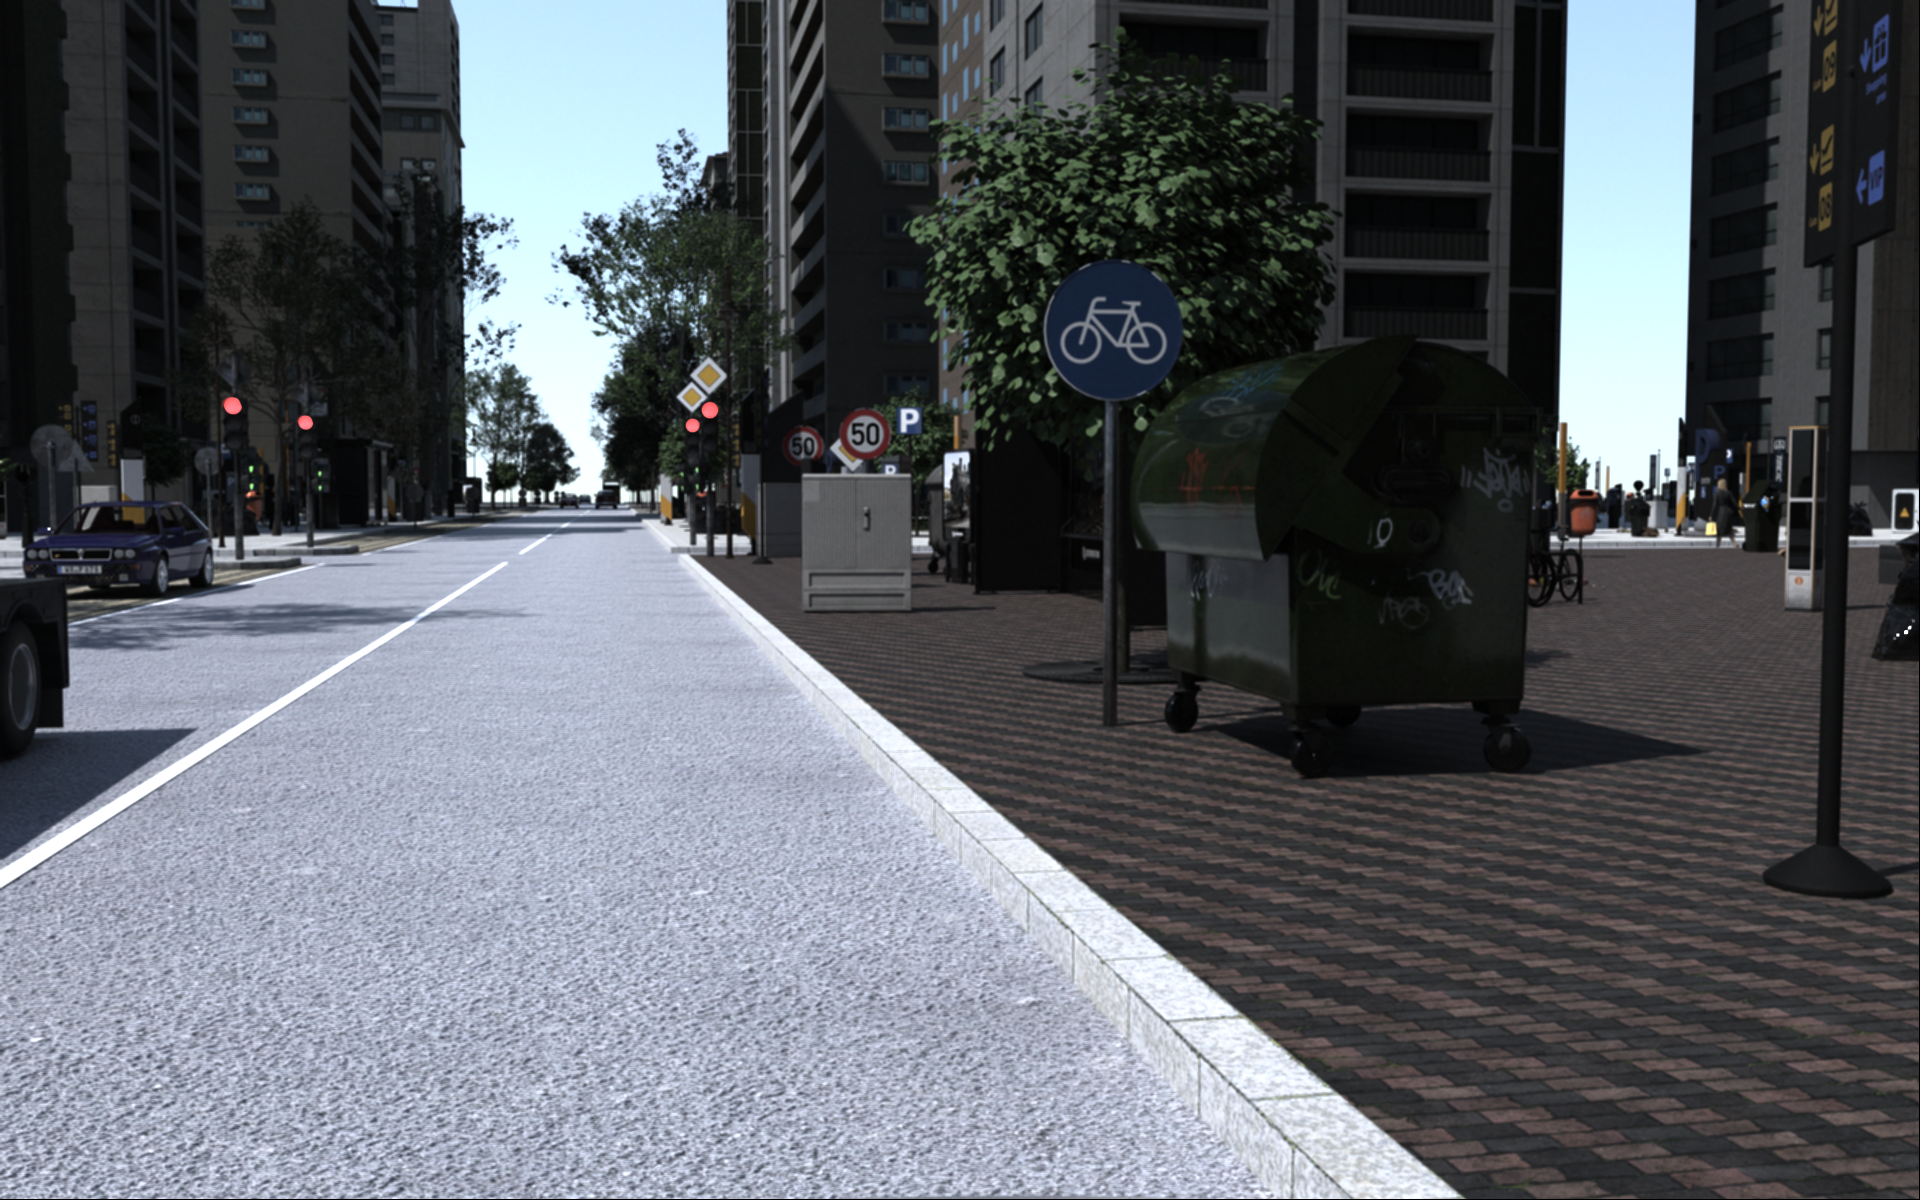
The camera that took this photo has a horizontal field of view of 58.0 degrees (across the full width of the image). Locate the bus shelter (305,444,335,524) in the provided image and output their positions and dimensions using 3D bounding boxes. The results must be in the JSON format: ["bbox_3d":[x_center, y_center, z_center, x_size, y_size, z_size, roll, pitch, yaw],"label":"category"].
[{"bbox_3d":[-28.246,-5.332,78.469,1.731,3.624,6.357,-1,4,-11],"label":"bus shelter"}]

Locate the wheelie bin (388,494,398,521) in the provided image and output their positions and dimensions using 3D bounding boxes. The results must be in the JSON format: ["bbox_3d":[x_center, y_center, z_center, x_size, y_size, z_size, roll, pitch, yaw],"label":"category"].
[{"bbox_3d":[-26.655,-4.457,80.772,0.980,1.594,0.693,3,5,39],"label":"wheelie bin"}]

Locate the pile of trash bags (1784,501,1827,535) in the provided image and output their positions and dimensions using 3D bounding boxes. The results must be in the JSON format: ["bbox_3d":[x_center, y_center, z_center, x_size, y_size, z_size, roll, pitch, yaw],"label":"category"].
[{"bbox_3d":[27.943,-2.889,56.980,3.447,1.369,1.912,1,4,15],"label":"pile of trash bags"}]

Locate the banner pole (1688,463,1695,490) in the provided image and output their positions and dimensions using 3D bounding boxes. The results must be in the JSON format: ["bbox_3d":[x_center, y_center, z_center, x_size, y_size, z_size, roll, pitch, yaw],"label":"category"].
[{"bbox_3d":[50.943,-8.017,121.087,0.401,3.779,0.863,-3,5,-41],"label":"banner pole"}]

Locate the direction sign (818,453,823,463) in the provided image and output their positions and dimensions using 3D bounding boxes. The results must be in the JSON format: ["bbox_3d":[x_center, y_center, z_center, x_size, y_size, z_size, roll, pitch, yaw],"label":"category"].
[{"bbox_3d":[-6.000,-4.931,72.613,0.379,3.537,0.876,2,4,31],"label":"direction sign"}]

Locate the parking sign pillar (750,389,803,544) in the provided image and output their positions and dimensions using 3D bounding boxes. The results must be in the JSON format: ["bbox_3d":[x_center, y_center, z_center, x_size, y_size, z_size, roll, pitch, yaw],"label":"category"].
[{"bbox_3d":[-4.678,-3.419,44.377,1.447,3.967,1.447,-2,4,-34],"label":"parking sign pillar"}]

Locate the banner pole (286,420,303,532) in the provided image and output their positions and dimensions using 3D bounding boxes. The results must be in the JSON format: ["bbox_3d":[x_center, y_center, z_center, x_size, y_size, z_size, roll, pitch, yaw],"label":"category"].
[{"bbox_3d":[-22.612,-4.203,58.730,0.401,3.779,0.863,-3,4,-37],"label":"banner pole"}]

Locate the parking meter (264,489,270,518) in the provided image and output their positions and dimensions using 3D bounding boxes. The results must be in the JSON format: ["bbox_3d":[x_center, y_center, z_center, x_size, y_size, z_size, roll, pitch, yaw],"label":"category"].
[{"bbox_3d":[-36.149,-5.024,90.547,0.372,1.533,0.369,0,3,0],"label":"parking meter"}]

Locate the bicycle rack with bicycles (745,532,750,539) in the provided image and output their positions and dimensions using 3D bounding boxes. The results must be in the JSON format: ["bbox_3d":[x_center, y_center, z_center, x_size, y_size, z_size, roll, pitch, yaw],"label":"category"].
[{"bbox_3d":[-4.427,-2.151,48.546,2.852,0.926,2.925,-2,4,-30],"label":"bicycle rack with bicycles"}]

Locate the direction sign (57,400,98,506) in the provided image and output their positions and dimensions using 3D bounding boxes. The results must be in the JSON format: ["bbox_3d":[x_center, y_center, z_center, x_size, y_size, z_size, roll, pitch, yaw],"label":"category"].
[{"bbox_3d":[-21.323,-3.053,41.911,0.876,3.537,0.379,-1,4,-13],"label":"direction sign"}]

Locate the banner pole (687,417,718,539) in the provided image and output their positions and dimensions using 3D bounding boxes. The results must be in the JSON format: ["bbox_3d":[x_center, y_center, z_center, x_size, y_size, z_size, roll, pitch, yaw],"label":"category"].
[{"bbox_3d":[-7.409,-3.660,49.862,0.863,3.779,0.401,-1,4,-21],"label":"banner pole"}]

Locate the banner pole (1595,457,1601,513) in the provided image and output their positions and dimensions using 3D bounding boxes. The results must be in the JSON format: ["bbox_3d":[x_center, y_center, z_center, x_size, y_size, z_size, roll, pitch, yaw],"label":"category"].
[{"bbox_3d":[42.809,-7.720,116.237,0.401,3.779,0.863,0,4,-4],"label":"banner pole"}]

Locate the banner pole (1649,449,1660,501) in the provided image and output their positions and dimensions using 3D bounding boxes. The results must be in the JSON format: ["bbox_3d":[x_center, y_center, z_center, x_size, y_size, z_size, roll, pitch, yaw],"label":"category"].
[{"bbox_3d":[38.879,-6.535,96.866,0.863,3.779,0.401,-1,4,-20],"label":"banner pole"}]

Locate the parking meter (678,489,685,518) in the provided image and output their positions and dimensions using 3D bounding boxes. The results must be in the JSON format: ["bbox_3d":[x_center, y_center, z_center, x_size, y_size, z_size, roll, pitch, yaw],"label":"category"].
[{"bbox_3d":[-15.083,-5.225,93.844,0.372,1.533,0.369,0,3,0],"label":"parking meter"}]

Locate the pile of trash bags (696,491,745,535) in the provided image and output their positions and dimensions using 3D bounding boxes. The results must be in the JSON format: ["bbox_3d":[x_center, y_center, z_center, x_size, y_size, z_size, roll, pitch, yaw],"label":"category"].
[{"bbox_3d":[-7.848,-2.855,56.432,1.912,1.369,3.447,-2,4,-30],"label":"pile of trash bags"}]

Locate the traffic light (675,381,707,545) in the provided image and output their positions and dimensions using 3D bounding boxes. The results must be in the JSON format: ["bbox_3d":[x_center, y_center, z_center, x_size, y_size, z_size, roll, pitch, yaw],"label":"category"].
[{"bbox_3d":[-6.699,-3.324,43.263,0.839,4.253,0.868,-1,4,-11],"label":"traffic light"}]

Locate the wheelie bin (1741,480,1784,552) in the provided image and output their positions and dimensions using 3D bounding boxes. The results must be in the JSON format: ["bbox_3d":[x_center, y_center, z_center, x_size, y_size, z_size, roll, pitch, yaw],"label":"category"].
[{"bbox_3d":[17.779,-1.864,38.379,0.693,1.594,0.980,0,4,-4],"label":"wheelie bin"}]

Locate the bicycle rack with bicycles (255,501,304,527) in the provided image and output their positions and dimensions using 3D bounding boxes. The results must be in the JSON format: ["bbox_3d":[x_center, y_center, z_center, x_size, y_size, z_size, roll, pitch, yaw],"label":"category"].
[{"bbox_3d":[-27.489,-3.249,66.504,2.925,0.926,2.852,2,4,26],"label":"bicycle rack with bicycles"}]

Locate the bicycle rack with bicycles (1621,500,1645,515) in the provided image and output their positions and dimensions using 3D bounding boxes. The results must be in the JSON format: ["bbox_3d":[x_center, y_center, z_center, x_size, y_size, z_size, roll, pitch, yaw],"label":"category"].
[{"bbox_3d":[41.426,-5.556,104.226,2.925,0.926,2.852,2,4,30],"label":"bicycle rack with bicycles"}]

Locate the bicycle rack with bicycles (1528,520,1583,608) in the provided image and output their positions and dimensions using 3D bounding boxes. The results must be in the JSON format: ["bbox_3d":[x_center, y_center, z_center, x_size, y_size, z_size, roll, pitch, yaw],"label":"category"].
[{"bbox_3d":[6.233,-0.433,20.455,2.925,0.926,2.852,-2,4,-27],"label":"bicycle rack with bicycles"}]

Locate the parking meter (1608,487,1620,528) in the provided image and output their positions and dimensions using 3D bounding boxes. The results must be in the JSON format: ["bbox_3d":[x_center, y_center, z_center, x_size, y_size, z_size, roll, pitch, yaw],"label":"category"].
[{"bbox_3d":[24.486,-3.451,64.834,0.372,1.533,0.369,0,3,0],"label":"parking meter"}]

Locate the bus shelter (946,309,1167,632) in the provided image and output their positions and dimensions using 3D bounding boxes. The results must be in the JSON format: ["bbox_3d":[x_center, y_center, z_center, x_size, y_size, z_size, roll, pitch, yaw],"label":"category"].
[{"bbox_3d":[1.269,-1.705,19.155,1.731,3.624,6.357,-1,4,-11],"label":"bus shelter"}]

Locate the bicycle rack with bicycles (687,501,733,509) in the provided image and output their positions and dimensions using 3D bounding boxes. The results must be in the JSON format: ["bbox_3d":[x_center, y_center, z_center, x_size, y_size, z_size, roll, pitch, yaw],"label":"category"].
[{"bbox_3d":[-12.251,-4.456,86.234,2.852,0.926,2.925,1,4,16],"label":"bicycle rack with bicycles"}]

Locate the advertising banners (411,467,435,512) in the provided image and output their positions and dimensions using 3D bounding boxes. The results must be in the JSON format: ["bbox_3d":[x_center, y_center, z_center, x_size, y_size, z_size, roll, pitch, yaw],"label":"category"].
[{"bbox_3d":[-35.051,-7.196,113.839,2.074,3.025,0.090,0,4,5],"label":"advertising banners"}]

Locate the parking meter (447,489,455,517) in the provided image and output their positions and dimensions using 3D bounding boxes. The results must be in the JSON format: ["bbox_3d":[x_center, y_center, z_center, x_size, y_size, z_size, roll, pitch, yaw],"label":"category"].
[{"bbox_3d":[-27.919,-5.295,94.983,0.372,1.533,0.369,0,3,0],"label":"parking meter"}]

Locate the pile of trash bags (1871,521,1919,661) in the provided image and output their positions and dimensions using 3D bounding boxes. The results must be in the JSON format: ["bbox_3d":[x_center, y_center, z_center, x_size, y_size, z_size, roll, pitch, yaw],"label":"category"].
[{"bbox_3d":[8.680,-0.195,12.939,1.912,1.369,3.447,-3,5,-42],"label":"pile of trash bags"}]

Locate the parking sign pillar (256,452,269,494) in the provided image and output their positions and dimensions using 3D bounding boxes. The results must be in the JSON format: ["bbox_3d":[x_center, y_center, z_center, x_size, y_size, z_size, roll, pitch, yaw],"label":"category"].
[{"bbox_3d":[-42.650,-7.175,105.789,1.447,3.967,1.447,0,4,6],"label":"parking sign pillar"}]

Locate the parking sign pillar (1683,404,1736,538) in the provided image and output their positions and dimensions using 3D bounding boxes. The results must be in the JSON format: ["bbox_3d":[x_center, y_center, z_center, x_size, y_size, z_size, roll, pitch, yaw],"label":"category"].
[{"bbox_3d":[22.316,-3.854,51.483,1.447,3.967,1.447,0,4,2],"label":"parking sign pillar"}]

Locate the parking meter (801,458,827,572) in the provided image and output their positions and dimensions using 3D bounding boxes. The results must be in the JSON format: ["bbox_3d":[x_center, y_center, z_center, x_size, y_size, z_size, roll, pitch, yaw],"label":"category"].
[{"bbox_3d":[-2.394,-1.395,28.525,0.255,1.863,0.399,3,5,43],"label":"parking meter"}]

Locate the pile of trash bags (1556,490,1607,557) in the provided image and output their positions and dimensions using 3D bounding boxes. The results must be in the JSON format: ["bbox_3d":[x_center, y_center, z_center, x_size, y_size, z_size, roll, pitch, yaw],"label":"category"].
[{"bbox_3d":[11.238,-1.562,35.295,3.447,1.369,1.912,1,4,9],"label":"pile of trash bags"}]

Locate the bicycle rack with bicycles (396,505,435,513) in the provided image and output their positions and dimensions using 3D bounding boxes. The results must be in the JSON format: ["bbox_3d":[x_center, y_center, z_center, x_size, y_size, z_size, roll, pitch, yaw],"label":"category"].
[{"bbox_3d":[-33.335,-5.693,106.461,2.925,0.926,2.852,-3,4,-39],"label":"bicycle rack with bicycles"}]

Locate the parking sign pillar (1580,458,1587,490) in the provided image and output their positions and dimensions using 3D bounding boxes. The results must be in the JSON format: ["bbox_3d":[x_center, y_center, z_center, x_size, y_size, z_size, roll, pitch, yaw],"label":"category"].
[{"bbox_3d":[45.831,-8.539,128.083,1.447,3.967,1.447,3,5,45],"label":"parking sign pillar"}]

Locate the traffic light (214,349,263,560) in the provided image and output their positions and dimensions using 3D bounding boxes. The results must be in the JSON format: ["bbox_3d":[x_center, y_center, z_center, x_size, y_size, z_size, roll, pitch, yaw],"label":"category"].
[{"bbox_3d":[-14.025,-2.736,33.653,0.839,4.253,0.868,-1,4,-11],"label":"traffic light"}]

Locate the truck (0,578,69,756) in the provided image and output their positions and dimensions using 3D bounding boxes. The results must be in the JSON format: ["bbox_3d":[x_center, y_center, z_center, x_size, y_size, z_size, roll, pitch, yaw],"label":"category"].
[{"bbox_3d":[-4.344,-0.671,0.735,2.967,4.110,18.799,-1,4,-13],"label":"truck"}]

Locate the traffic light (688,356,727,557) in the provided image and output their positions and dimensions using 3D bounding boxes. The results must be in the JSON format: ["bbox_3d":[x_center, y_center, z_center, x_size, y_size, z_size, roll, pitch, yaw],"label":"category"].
[{"bbox_3d":[-5.141,-2.845,35.431,0.839,4.253,0.868,-1,4,-11],"label":"traffic light"}]

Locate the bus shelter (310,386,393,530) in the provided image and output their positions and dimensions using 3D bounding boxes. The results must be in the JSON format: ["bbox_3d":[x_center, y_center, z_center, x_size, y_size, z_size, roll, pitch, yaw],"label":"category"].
[{"bbox_3d":[-23.568,-5.455,66.825,2.179,5.291,8.768,-1,4,-11],"label":"bus shelter"}]

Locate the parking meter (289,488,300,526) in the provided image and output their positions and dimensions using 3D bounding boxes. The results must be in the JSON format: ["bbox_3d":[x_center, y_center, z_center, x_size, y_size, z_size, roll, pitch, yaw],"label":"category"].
[{"bbox_3d":[-26.938,-3.772,70.086,0.372,1.533,0.369,0,3,0],"label":"parking meter"}]

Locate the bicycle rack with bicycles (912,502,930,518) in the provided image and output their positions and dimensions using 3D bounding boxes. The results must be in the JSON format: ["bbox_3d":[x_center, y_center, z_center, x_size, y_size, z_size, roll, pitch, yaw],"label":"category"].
[{"bbox_3d":[-1.198,-4.162,81.433,2.852,0.926,2.925,-1,4,-11],"label":"bicycle rack with bicycles"}]

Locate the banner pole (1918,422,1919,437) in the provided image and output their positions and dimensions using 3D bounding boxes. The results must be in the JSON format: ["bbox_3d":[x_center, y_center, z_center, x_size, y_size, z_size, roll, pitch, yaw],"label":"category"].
[{"bbox_3d":[29.798,-3.873,53.347,0.863,3.779,0.401,-1,4,-13],"label":"banner pole"}]

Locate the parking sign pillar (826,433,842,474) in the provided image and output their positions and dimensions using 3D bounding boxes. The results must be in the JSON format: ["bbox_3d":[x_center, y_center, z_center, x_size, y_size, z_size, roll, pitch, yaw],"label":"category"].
[{"bbox_3d":[-5.479,-5.339,75.770,1.447,3.967,1.447,-1,4,-16],"label":"parking sign pillar"}]

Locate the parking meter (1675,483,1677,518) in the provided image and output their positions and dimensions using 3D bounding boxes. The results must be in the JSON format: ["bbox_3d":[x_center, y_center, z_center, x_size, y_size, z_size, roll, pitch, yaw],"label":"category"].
[{"bbox_3d":[39.214,-5.430,94.484,0.399,1.863,0.255,-3,5,-42],"label":"parking meter"}]

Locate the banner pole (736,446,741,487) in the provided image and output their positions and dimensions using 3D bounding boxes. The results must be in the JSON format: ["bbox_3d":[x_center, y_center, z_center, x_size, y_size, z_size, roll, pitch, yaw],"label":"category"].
[{"bbox_3d":[-9.861,-5.470,79.455,0.863,3.779,0.401,0,4,-3],"label":"banner pole"}]

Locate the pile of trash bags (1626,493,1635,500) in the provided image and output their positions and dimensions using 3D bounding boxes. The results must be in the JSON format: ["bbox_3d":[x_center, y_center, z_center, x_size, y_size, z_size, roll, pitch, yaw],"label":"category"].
[{"bbox_3d":[44.905,-6.638,118.280,3.447,1.369,1.912,-2,4,-35],"label":"pile of trash bags"}]

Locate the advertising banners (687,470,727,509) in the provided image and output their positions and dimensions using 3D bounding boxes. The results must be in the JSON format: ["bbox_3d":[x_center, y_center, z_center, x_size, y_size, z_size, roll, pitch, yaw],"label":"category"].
[{"bbox_3d":[-11.316,-5.035,78.507,2.074,3.025,0.090,0,4,2],"label":"advertising banners"}]

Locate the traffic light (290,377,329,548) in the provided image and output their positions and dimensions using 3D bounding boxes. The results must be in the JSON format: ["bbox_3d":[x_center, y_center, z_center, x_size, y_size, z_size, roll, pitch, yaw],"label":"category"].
[{"bbox_3d":[-15.584,-3.215,41.485,0.839,4.253,0.868,-1,4,-11],"label":"traffic light"}]

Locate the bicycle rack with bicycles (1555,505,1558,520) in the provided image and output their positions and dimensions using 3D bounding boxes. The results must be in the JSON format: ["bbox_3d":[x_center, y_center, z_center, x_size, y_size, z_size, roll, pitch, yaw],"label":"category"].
[{"bbox_3d":[27.977,-4.062,79.793,2.852,0.926,2.925,3,5,40],"label":"bicycle rack with bicycles"}]

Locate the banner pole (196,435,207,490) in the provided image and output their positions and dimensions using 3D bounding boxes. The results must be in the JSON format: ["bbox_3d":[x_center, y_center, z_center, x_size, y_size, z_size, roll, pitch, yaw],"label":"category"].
[{"bbox_3d":[-32.300,-5.127,73.846,0.863,3.779,0.401,2,4,35],"label":"banner pole"}]

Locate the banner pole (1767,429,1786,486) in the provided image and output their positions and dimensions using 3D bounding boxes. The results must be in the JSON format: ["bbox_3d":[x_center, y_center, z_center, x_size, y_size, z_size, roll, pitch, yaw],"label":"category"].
[{"bbox_3d":[31.307,-4.682,66.568,0.401,3.779,0.863,-3,5,-45],"label":"banner pole"}]

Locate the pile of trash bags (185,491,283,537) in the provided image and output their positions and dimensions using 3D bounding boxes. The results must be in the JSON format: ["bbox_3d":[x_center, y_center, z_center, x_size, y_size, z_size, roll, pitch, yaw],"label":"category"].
[{"bbox_3d":[-22.573,-2.680,53.572,1.912,1.369,3.447,0,4,6],"label":"pile of trash bags"}]
